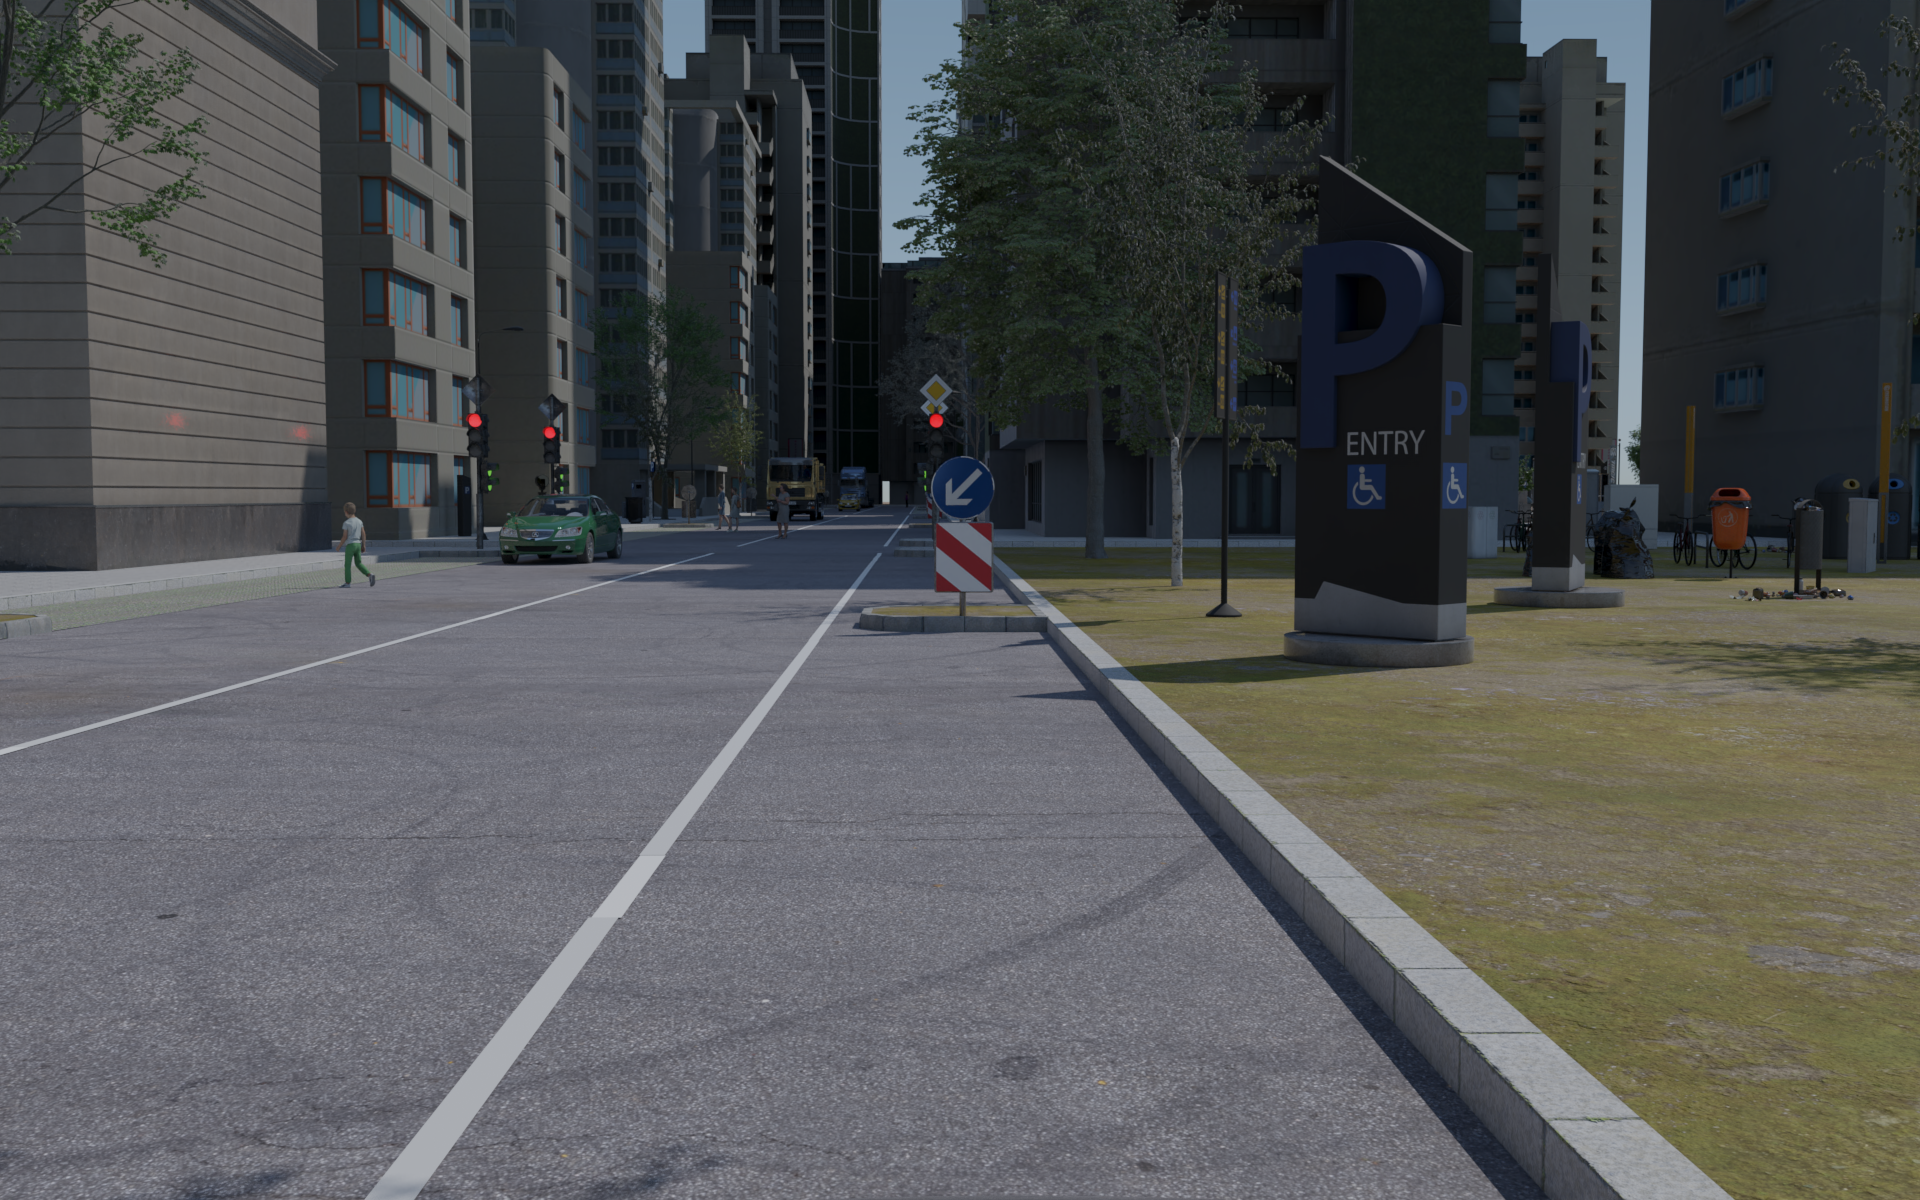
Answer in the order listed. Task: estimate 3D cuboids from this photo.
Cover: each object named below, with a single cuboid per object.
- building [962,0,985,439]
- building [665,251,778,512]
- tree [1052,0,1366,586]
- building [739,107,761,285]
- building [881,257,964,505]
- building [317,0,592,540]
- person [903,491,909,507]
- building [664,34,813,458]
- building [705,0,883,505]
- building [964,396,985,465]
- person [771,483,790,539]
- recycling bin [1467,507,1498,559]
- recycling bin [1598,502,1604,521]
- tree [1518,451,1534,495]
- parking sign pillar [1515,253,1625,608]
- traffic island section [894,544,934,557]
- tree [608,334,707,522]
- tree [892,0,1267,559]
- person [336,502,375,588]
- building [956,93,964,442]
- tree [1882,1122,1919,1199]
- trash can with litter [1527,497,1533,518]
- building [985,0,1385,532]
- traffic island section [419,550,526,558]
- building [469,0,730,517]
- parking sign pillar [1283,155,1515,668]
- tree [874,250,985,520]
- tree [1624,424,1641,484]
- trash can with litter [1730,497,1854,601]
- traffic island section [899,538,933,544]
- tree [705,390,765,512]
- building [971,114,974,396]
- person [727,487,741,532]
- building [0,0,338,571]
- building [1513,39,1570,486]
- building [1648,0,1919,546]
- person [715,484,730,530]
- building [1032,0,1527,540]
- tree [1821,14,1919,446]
[{"bbox_3d":[13.807,-34.599,154.935,28.713,52.752,27.495,0,4,-1],"label":"building"},{"bbox_3d":[-29.595,-17.899,137.689,27.650,21.520,28.899,0,4,-1],"label":"building"},{"bbox_3d":[3.085,-4.483,23.664,4.360,8.622,3.978,0,3,0],"label":"tree"},{"bbox_3d":[-32.100,-28.843,163.470,32.217,40.220,23.993,0,4,-1],"label":"building"},{"bbox_3d":[-2.747,-27.057,214.077,14.107,30.474,14.160,0,4,-1],"label":"building"},{"bbox_3d":[-29.676,-13.240,61.514,27.650,21.520,28.899,0,4,-1],"label":"building"},{"bbox_3d":[-5.752,-10.753,185.001,0.721,1.739,1.217,-2,4,-30],"label":"person"},{"bbox_3d":[-27.228,-34.519,188.083,21.600,48.544,21.300,0,4,-1],"label":"building"},{"bbox_3d":[-20.154,-47.510,215.032,20.611,71.187,20.563,0,4,-1],"label":"building"},{"bbox_3d":[11.742,-48.554,106.533,22.319,86.520,31.000,0,4,-1],"label":"building"},{"bbox_3d":[-5.788,-2.854,55.523,0.532,1.782,0.716,-3,5,-40],"label":"person"},{"bbox_3d":[10.236,-1.349,34.618,0.722,1.027,0.722,-2,4,-33],"label":"recycling bin"},{"bbox_3d":[21.669,-2.787,58.114,0.722,1.027,0.722,0,4,5],"label":"recycling bin"},{"bbox_3d":[22.012,-4.540,68.826,1.663,3.219,1.824,0,3,0],"label":"tree"},{"bbox_3d":[6.957,-1.929,20.015,1.447,3.967,1.447,2,4,27],"label":"parking sign pillar"},{"bbox_3d":[-0.532,-1.123,40.649,2.009,0.180,2.903,0,4,-1],"label":"traffic island section"},{"bbox_3d":[-14.079,-7.922,79.889,4.360,8.622,3.978,0,3,0],"label":"tree"},{"bbox_3d":[2.289,-7.102,34.245,7.486,12.596,7.792,0,3,0],"label":"tree"},{"bbox_3d":[-9.252,-0.842,26.507,0.590,1.304,0.306,1,4,11],"label":"person"},{"bbox_3d":[10.765,-34.532,184.210,23.786,49.044,30.456,0,4,-1],"label":"building"},{"bbox_3d":[2.331,-4.705,2.690,9.928,11.665,9.643,0,3,0],"label":"tree"},{"bbox_3d":[26.801,-4.298,81.660,0.624,1.170,1.055,0,4,-1],"label":"trash can with litter"},{"bbox_3d":[7.955,-18.201,69.292,14.160,30.474,14.107,0,4,-1],"label":"building"},{"bbox_3d":[-11.222,-1.111,40.438,2.009,0.180,2.903,0,4,-1],"label":"traffic island section"},{"bbox_3d":[-30.867,-25.188,103.700,32.217,40.220,23.993,0,4,-1],"label":"building"},{"bbox_3d":[3.255,-1.523,13.380,1.447,3.967,1.447,-3,5,-44],"label":"parking sign pillar"},{"bbox_3d":[0.893,-10.682,85.017,12.009,13.543,11.850,0,3,0],"label":"tree"},{"bbox_3d":[28.498,-5.274,69.950,4.285,4.588,4.351,0,3,0],"label":"tree"},{"bbox_3d":[10.233,-0.640,21.525,2.233,1.210,1.678,-2,4,-35],"label":"trash can with litter"},{"bbox_3d":[-0.694,-1.612,48.632,2.009,0.180,2.903,0,4,-1],"label":"traffic island section"},{"bbox_3d":[-15.368,-10.387,120.194,4.737,8.622,4.395,0,3,0],"label":"tree"},{"bbox_3d":[7.783,-22.203,134.727,14.160,30.474,14.107,0,4,-1],"label":"building"},{"bbox_3d":[-8.462,-3.401,65.118,0.522,1.701,0.512,1,4,19],"label":"person"},{"bbox_3d":[-26.593,-14.451,33.541,25.104,27.353,12.463,0,4,-1],"label":"building"},{"bbox_3d":[60.282,-34.618,189.704,21.600,48.544,21.300,0,4,-1],"label":"building"},{"bbox_3d":[34.244,-26.367,54.803,21.600,48.544,21.300,0,4,-1],"label":"building"},{"bbox_3d":[-9.456,-3.708,69.142,0.654,1.822,0.581,0,4,8],"label":"person"},{"bbox_3d":[8.416,-17.256,53.833,14.107,30.474,14.160,0,4,-1],"label":"building"},{"bbox_3d":[10.026,-3.964,15.175,4.360,8.622,3.978,0,3,0],"label":"tree"}]
